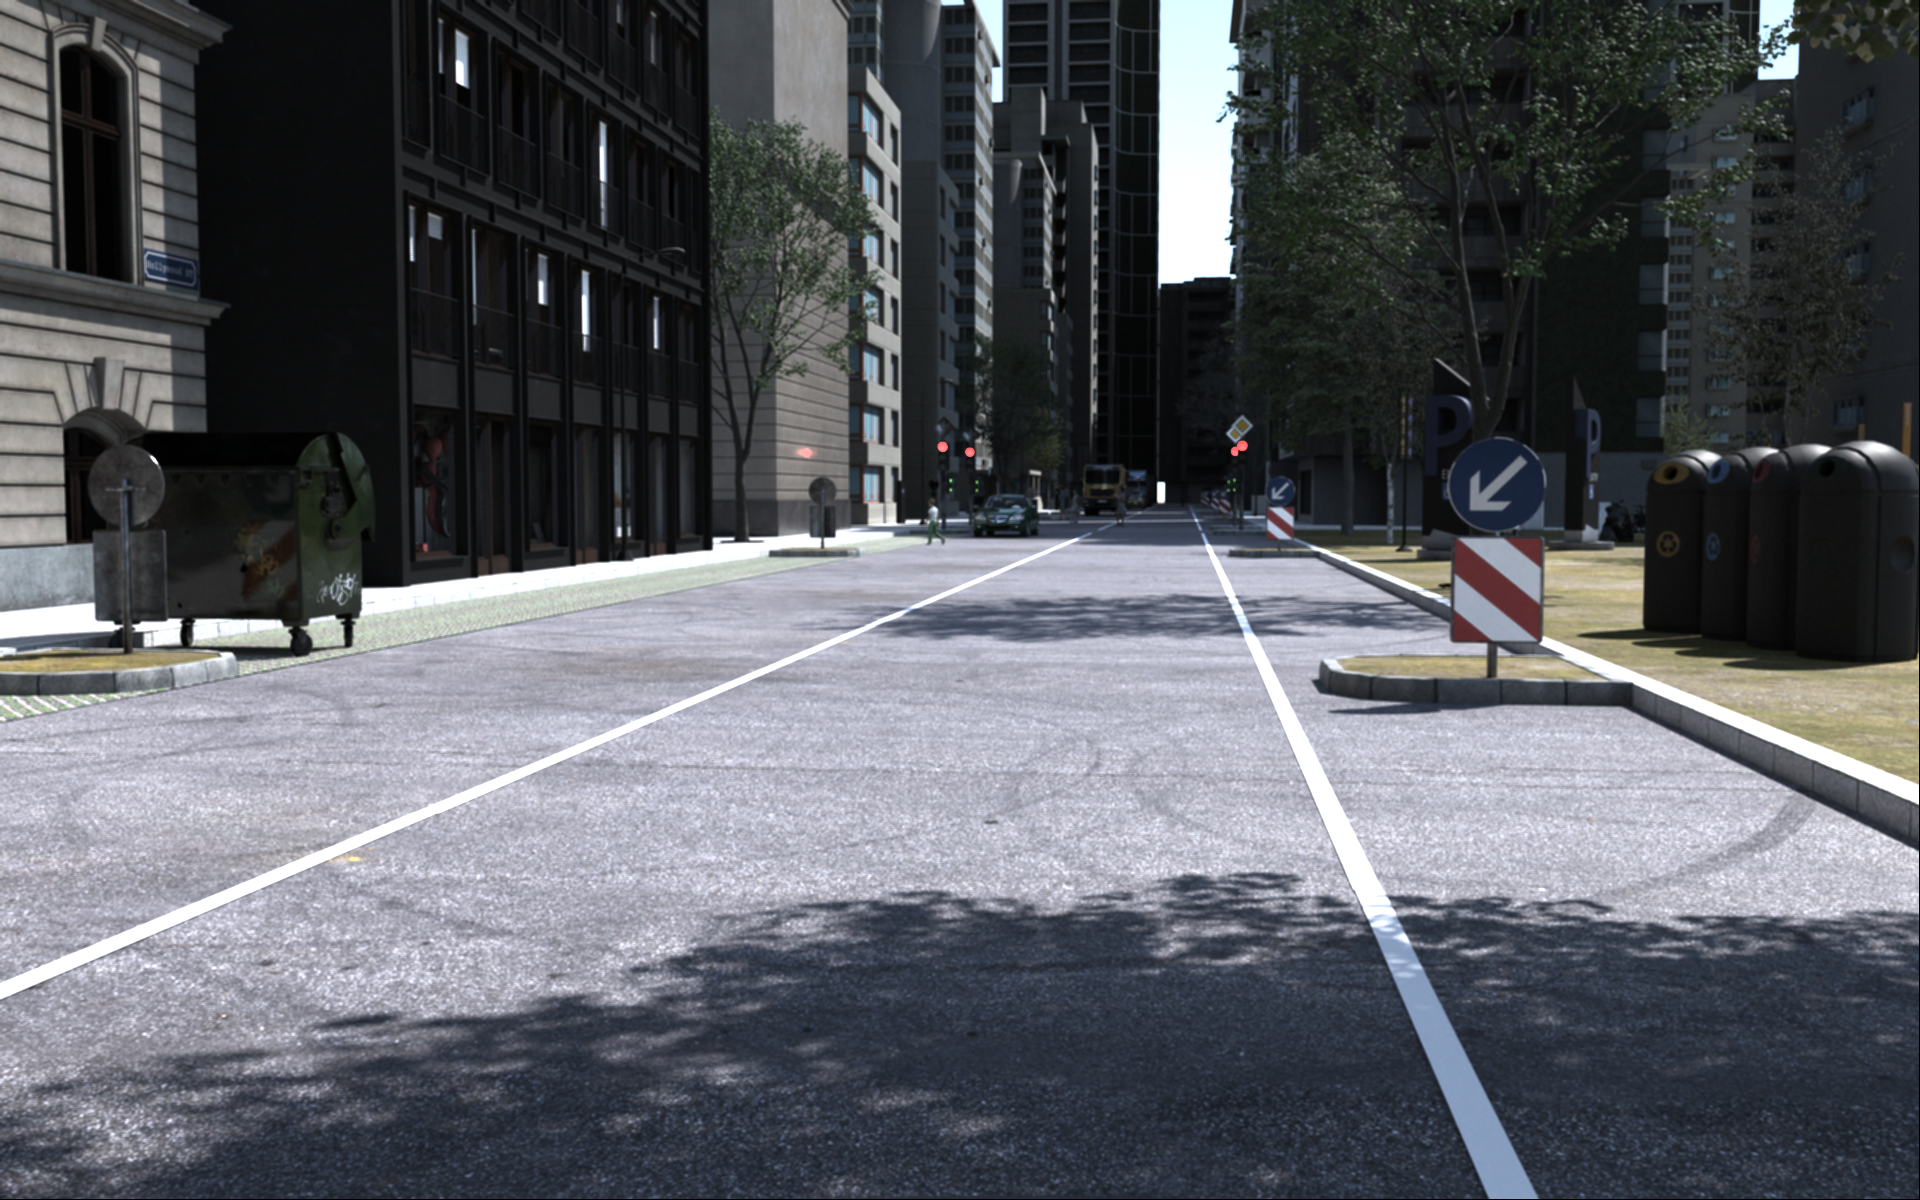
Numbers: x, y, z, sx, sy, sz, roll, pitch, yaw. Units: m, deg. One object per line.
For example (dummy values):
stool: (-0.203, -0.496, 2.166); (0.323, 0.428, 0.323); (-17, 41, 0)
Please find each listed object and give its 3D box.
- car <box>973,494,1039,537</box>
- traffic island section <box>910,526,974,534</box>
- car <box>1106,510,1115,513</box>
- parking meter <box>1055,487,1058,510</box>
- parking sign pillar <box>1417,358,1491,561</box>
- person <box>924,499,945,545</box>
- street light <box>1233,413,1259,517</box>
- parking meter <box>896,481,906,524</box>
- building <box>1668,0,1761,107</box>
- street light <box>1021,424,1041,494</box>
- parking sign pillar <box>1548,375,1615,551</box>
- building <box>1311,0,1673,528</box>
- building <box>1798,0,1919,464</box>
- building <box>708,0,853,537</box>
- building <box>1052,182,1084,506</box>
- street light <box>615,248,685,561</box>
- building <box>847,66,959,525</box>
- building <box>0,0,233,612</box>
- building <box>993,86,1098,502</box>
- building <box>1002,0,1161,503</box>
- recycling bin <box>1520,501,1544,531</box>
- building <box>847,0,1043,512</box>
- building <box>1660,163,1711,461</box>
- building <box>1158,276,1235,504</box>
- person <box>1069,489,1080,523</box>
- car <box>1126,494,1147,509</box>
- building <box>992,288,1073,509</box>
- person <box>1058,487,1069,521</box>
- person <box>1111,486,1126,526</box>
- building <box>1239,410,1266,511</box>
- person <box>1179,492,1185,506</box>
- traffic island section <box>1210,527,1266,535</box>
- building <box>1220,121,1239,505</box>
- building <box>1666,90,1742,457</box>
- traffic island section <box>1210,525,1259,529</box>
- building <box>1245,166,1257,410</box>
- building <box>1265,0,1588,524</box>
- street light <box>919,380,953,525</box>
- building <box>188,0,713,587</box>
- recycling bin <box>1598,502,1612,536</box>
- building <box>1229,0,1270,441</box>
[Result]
car: (1.611, -2.897, 59.164); (2.131, 1.459, 4.920); (1, 4, 9)
traffic island section: (-0.605, -2.478, 62.801); (2.009, 0.180, 2.903); (0, 4, 7)
car: (10.990, -7.391, 132.643); (2.131, 1.459, 4.920); (0, 4, 7)
parking meter: (7.763, -8.167, 139.243); (0.255, 1.863, 0.399); (0, 4, 1)
parking sign pillar: (9.713, -2.778, 33.899); (1.447, 3.967, 1.447); (-2, 4, -35)
person: (-0.720, -2.201, 48.733); (0.590, 1.304, 0.306); (1, 4, 20)
street light: (16.349, -7.717, 98.710); (1.470, 5.913, 1.316); (0, 4, 7)
parking meter: (-2.565, -4.257, 75.319); (0.255, 1.863, 0.399); (2, 4, 35)
building: (93.157, -48.289, 227.771); (20.611, 71.187, 20.563); (0, 4, 7)
street light: (4.626, -8.676, 114.401); (1.470, 5.913, 1.316); (0, 4, 7)
parking sign pillar: (14.359, -3.146, 39.914); (1.447, 3.967, 1.447); (3, 4, 35)
building: (20.943, -18.436, 73.133); (14.107, 30.474, 14.160); (0, 4, 7)
building: (46.712, -27.313, 70.266); (21.600, 48.544, 21.300); (0, 4, 7)
building: (-16.707, -15.962, 58.245); (25.104, 27.353, 12.463); (0, 4, 7)
building: (-2.802, -30.316, 187.549); (32.217, 40.220, 23.993); (0, 4, 7)
street light: (-5.883, -3.692, 32.900); (1.470, 5.913, 1.316); (0, 4, 7)
building: (-15.628, -14.760, 86.368); (27.650, 21.520, 28.899); (0, 4, 7)
building: (-17.137, -11.437, 6.079); (14.460, 24.649, 34.723); (0, 4, 7)
building: (5.709, -35.931, 211.168); (21.600, 48.544, 21.300); (0, 4, 7)
building: (16.808, -48.839, 236.765); (20.611, 71.187, 20.563); (0, 4, 7)
recycling bin: (20.006, -2.936, 60.558); (0.722, 1.027, 0.722); (1, 4, 14)
building: (-10.458, -26.690, 128.257); (32.217, 40.220, 23.993); (0, 4, 7)
building: (68.558, -30.954, 197.980); (23.993, 40.220, 32.217); (0, 4, 7)
building: (33.697, -28.230, 233.259); (14.107, 30.474, 14.160); (0, 4, 7)
person: (5.795, -4.728, 86.800); (0.522, 1.701, 0.512); (2, 4, 27)
car: (16.772, -9.455, 164.816); (2.015, 1.641, 3.980); (0, 4, 8)
building: (-4.237, -19.367, 161.689); (27.650, 21.520, 28.899); (0, 4, 7)
person: (5.410, -5.040, 90.927); (0.654, 1.822, 0.581); (1, 4, 16)
person: (7.016, -4.163, 76.916); (0.532, 1.782, 0.716); (-2, 4, -31)
building: (32.312, -49.668, 124.740); (22.319, 86.520, 31.000); (0, 4, 7)
person: (26.277, -11.974, 204.958); (0.721, 1.739, 1.217); (-1, 4, -22)
traffic island section: (9.997, -2.394, 61.428); (2.009, 0.180, 2.903); (0, 4, 7)
building: (42.710, -35.603, 201.716); (23.786, 49.044, 30.456); (0, 4, 7)
building: (92.493, -35.237, 199.825); (21.600, 48.544, 21.300); (0, 4, 7)
traffic island section: (11.023, -2.879, 69.348); (2.009, 0.180, 2.903); (0, 4, 7)
building: (32.329, -23.335, 153.227); (14.160, 30.474, 14.107); (0, 4, 7)
building: (22.782, -19.375, 88.489); (14.160, 30.474, 14.107); (0, 4, 7)
street light: (-0.989, -6.001, 70.658); (1.470, 5.913, 1.316); (0, 4, 7)
building: (-12.742, -12.357, 31.712); (12.332, 23.373, 15.834); (0, 4, 7)
recycling bin: (19.756, -2.527, 53.871); (0.722, 1.027, 0.722); (-2, 4, -24)
building: (41.387, -35.662, 172.314); (28.713, 52.752, 27.495); (0, 4, 7)
